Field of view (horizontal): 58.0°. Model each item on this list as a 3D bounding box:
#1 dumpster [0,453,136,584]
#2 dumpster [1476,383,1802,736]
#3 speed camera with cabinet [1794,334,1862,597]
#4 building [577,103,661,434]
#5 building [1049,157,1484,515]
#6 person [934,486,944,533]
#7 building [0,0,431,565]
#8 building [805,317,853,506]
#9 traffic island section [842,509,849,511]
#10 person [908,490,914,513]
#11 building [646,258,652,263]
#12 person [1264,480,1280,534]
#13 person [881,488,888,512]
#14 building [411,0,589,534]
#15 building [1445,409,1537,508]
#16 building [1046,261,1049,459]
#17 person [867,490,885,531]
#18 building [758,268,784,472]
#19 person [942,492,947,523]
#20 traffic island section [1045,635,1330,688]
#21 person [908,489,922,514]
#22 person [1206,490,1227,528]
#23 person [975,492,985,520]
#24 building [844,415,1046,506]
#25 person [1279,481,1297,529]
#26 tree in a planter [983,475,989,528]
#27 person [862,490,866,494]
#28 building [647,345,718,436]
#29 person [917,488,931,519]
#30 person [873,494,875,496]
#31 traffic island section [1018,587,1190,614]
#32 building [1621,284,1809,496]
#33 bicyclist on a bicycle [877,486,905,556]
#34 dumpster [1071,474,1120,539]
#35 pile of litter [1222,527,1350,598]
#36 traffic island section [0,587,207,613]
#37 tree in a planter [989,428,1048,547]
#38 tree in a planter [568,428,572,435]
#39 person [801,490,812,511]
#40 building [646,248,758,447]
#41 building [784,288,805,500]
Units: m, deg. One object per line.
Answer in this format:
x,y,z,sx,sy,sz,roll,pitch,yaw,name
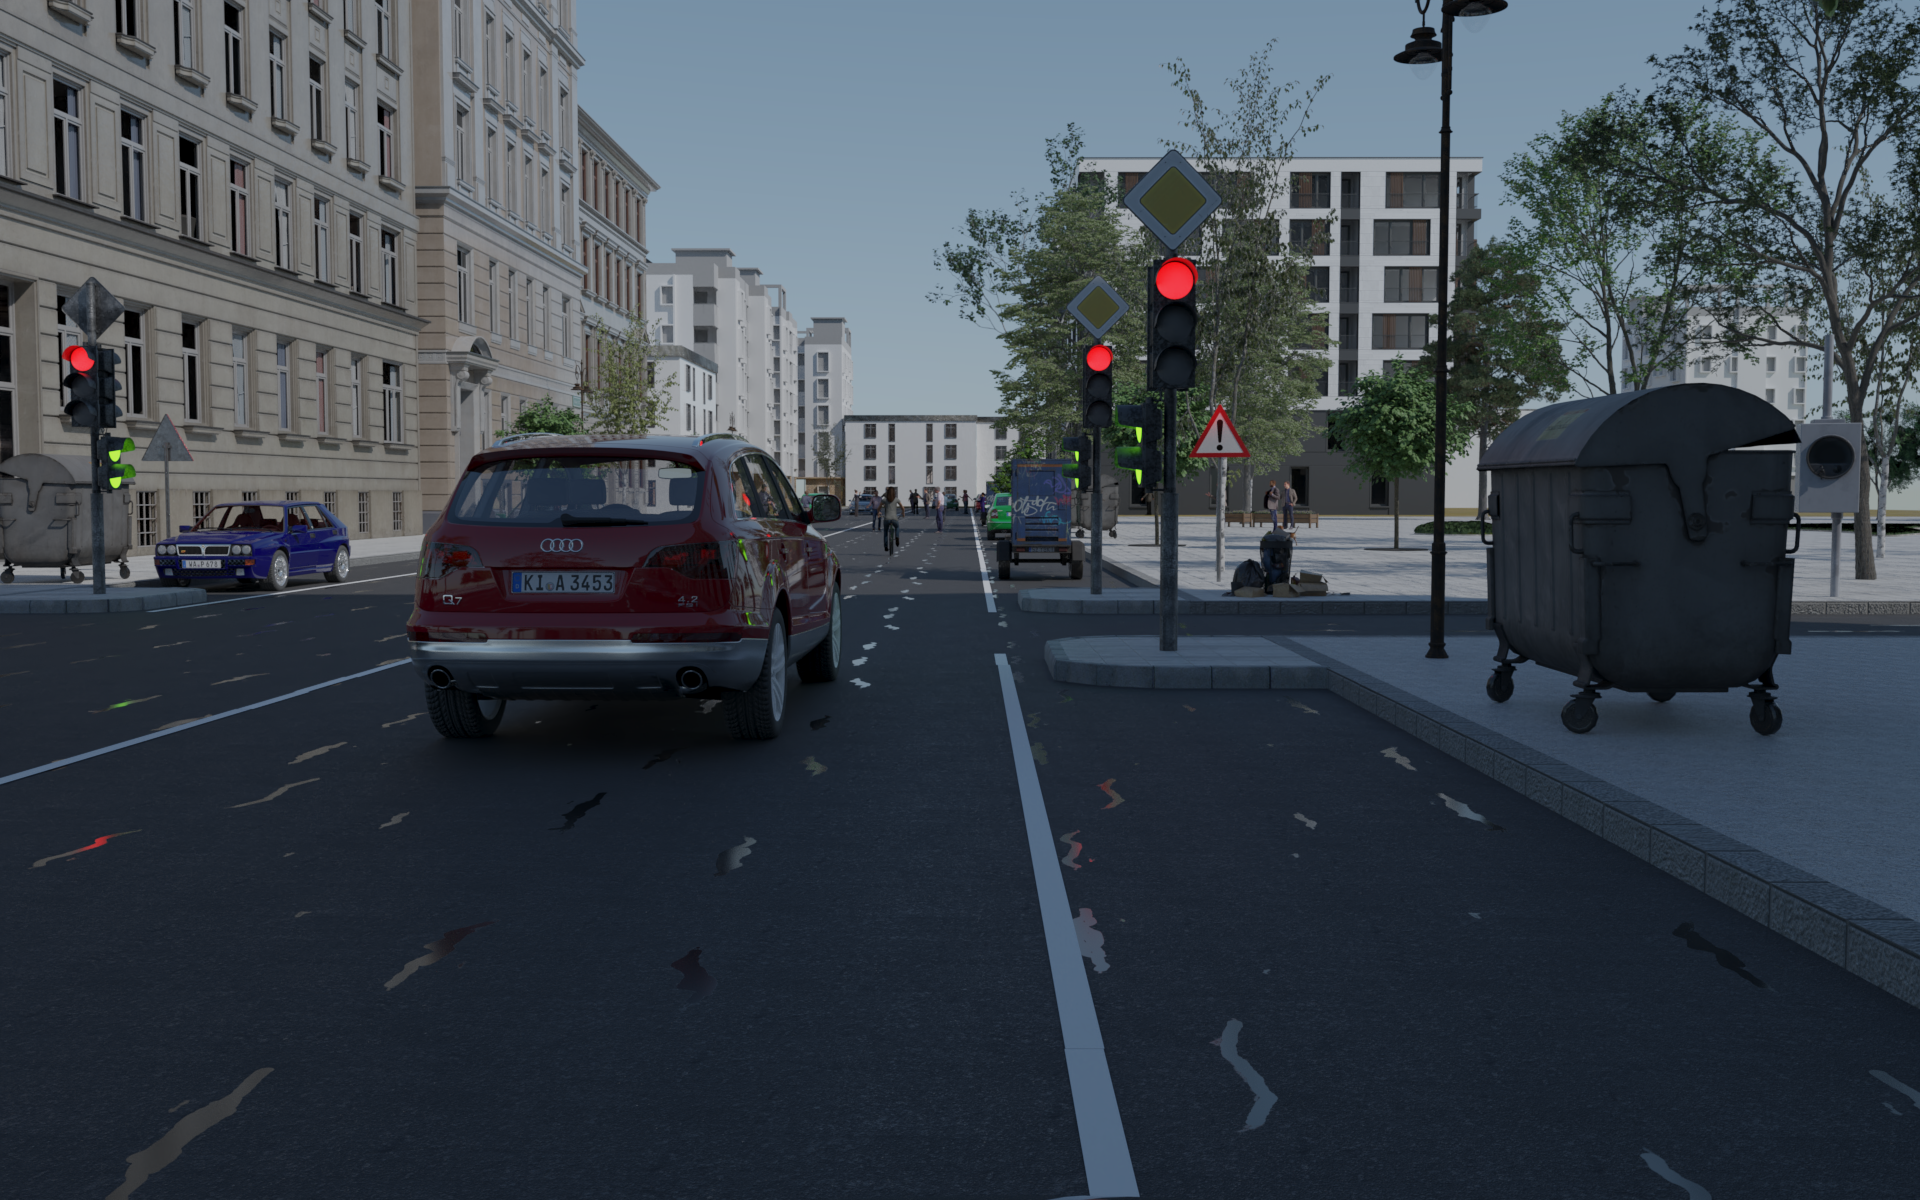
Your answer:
-13.119,-1.201,25.397,1.264,1.857,1.865,0,4,0,dumpster
3.829,-0.253,9.902,1.264,1.857,1.865,0,4,0,dumpster
10.070,-1.670,21.633,2.038,3.252,0.660,1,4,20,speed camera with cabinet
-22.231,-15.217,84.947,11.583,22.565,21.152,0,4,0,building
21.198,-16.980,121.594,27.936,21.610,32.646,0,4,0,building
-0.809,-3.312,63.589,0.436,1.711,0.756,1,4,16,person
-24.128,-12.601,39.307,16.112,22.955,30.059,0,4,0,building
-17.947,-20.509,191.748,11.380,20.091,16.016,0,4,0,building
-10.177,-7.871,151.563,1.991,0.108,1.994,0,4,0,traffic island section
-3.736,-7.555,132.465,0.568,1.767,0.683,-3,5,-41,person
-43.356,-19.117,156.539,32.646,21.610,27.936,0,4,0,building
9.707,-2.882,53.989,0.431,1.722,0.655,0,4,-1,person
-4.141,-5.544,99.286,1.348,1.807,0.705,1,4,18,person
-22.429,-17.019,64.164,13.634,28.700,20.117,0,4,0,building
50.034,-13.708,166.265,28.070,9.664,9.099,0,4,0,building
21.443,-18.973,154.178,27.936,21.610,32.646,0,4,0,building
-3.211,-3.441,66.719,0.963,1.587,0.435,-2,4,-23,person
-23.401,-17.508,142.679,16.016,20.091,11.380,0,4,0,building
-0.862,-4.525,84.701,0.499,1.552,0.429,0,4,-3,person
1.732,0.494,14.212,2.009,0.180,2.903,0,4,0,traffic island section
-3.130,-7.017,123.362,1.348,1.807,0.705,2,4,27,person
8.780,-3.232,59.410,0.750,1.759,0.617,1,4,11,person
1.119,-5.102,94.295,0.546,1.535,0.453,-1,4,-10,person
1.762,-15.055,188.291,28.070,9.664,9.099,0,4,0,building
11.772,-3.438,62.791,0.750,1.759,0.617,-3,5,-40,person
1.991,-4.693,73.960,1.991,3.239,1.994,0,4,0,tree in a planter
-7.532,-7.933,138.655,0.568,1.767,0.683,3,5,42,person
-20.153,-10.380,111.866,9.099,9.664,28.070,0,4,0,building
-2.113,-5.610,100.756,0.750,1.759,0.617,-1,4,-16,person
-8.600,-10.026,173.207,1.217,1.735,0.721,2,4,32,person
1.768,0.005,22.197,2.009,0.180,2.903,0,4,0,traffic island section
70.286,-18.741,162.830,11.380,20.091,16.016,0,4,0,building
-1.609,-1.861,40.455,1.499,1.676,1.625,0,4,0,bicyclist on a bicycle
4.000,-2.732,50.421,1.264,1.857,1.865,0,4,0,dumpster
4.141,-0.486,21.909,1.719,0.858,1.176,0,4,1,pile of litter
-11.074,0.001,22.259,2.009,0.180,2.903,0,4,0,traffic island section
1.874,-3.046,47.017,1.991,3.239,1.994,0,4,0,tree in a planter
-10.640,-3.055,47.176,1.991,3.239,1.994,0,4,0,tree in a planter
-6.045,-3.523,68.170,0.516,1.574,0.319,2,4,31,person
-24.257,-16.814,131.324,16.016,20.091,11.380,0,4,0,building
-21.315,-18.743,162.866,11.380,20.091,16.016,0,4,0,building
